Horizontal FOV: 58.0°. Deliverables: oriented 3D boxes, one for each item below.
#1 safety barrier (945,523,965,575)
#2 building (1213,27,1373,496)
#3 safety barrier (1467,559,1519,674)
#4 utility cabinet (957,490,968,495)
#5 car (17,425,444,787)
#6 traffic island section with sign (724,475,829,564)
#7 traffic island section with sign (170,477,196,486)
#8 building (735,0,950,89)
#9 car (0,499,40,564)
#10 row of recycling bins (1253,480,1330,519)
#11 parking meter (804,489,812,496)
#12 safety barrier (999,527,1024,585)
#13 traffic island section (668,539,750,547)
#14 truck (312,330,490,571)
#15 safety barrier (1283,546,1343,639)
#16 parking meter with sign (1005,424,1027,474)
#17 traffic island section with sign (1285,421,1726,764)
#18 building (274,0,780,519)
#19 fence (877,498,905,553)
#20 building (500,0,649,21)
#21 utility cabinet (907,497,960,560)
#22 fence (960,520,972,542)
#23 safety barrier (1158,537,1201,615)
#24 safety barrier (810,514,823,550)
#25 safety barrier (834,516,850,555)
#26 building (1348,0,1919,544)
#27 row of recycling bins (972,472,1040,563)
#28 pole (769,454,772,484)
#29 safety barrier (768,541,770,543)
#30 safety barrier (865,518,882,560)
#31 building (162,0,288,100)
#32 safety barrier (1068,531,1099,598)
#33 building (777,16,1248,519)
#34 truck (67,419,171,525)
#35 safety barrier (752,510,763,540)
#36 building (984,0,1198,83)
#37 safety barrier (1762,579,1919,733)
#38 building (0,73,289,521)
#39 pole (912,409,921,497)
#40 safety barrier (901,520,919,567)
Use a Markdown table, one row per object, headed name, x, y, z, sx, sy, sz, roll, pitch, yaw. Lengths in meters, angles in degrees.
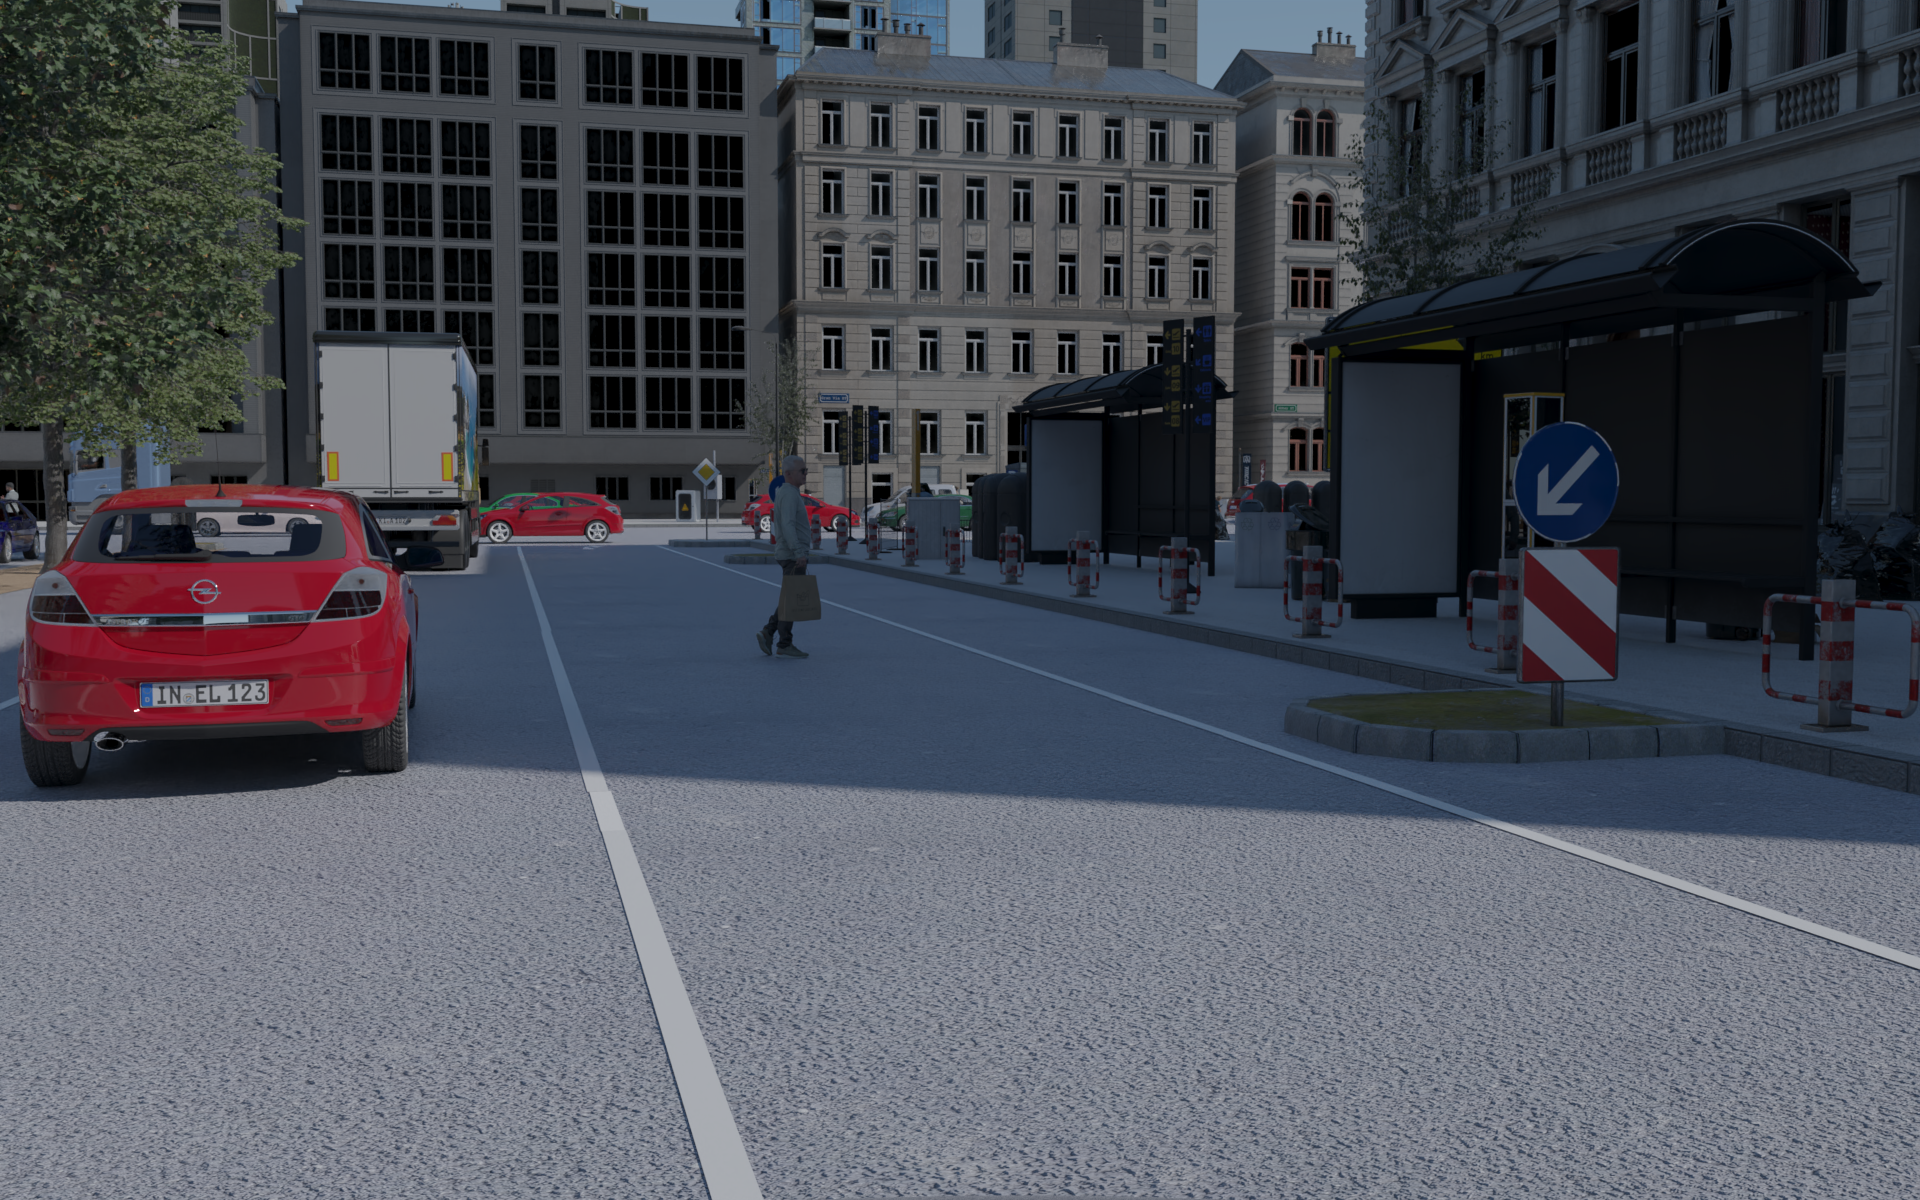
| name | x | y | z | sx | sy | sz | roll | pitch | yaw |
| --- | --- | --- | --- | --- | --- | --- | --- | --- | --- |
| safety barrier | -0.081 | -0.816 | 27.612 | 0.300 | 0.817 | 1.120 | -1 | 4 | -15 |
| building | 26.317 | -19.328 | 103.408 | 23.554 | 28.519 | 14.401 | -1 | 4 | -15 |
| safety barrier | 3.950 | 0.113 | 12.428 | 0.300 | 0.817 | 1.120 | -1 | 4 | -15 |
| utility cabinet | 0.062 | -4.713 | 85.736 | 0.318 | 1.500 | 1.173 | 1 | 4 | 20 |
| car | -4.136 | -0.067 | 10.129 | 2.155 | 1.783 | 4.494 | -1 | 4 | -17 |
| traffic island section with sign | -3.900 | -1.690 | 36.258 | 1.989 | 1.847 | 2.006 | -1 | 4 | -15 |
| traffic island section with sign | -20.171 | -2.239 | 44.747 | 2.006 | 1.907 | 1.989 | -1 | 4 | -15 |
| building | -13.144 | -52.250 | 166.951 | 22.319 | 86.520 | 31.000 | -1 | 4 | -15 |
| car | -20.787 | -1.472 | 36.652 | 1.945 | 1.354 | 3.894 | -1 | 4 | -16 |
| row of recycling bins | 10.619 | -2.773 | 52.455 | 3.534 | 1.692 | 1.069 | -1 | 4 | -10 |
| parking meter | -7.711 | -4.856 | 87.812 | 0.372 | 1.533 | 0.369 | 0 | 3 | 0 |
| safety barrier | 0.730 | -0.630 | 24.574 | 0.300 | 0.817 | 1.120 | -1 | 4 | -15 |
| traffic island section | -6.992 | -1.572 | 47.980 | 2.009 | 0.180 | 2.903 | -1 | 4 | -15 |
| truck | -11.191 | -2.843 | 35.401 | 2.839 | 4.237 | 11.283 | -1 | 4 | -14 |
| safety barrier | 3.146 | -0.073 | 15.461 | 0.300 | 0.817 | 1.120 | -1 | 4 | -15 |
| parking meter with sign | 1.424 | -2.829 | 42.517 | 0.543 | 3.016 | 1.738 | 2 | 4 | 32 |
| traffic island section with sign | 3.021 | -0.096 | 10.203 | 1.989 | 1.847 | 2.006 | -1 | 4 | -15 |
| building | -22.207 | -18.190 | 90.911 | 24.014 | 27.812 | 14.314 | -1 | 4 | -15 |
| fence | -1.574 | -1.674 | 38.574 | 0.480 | 1.192 | 2.264 | 0 | 4 | 8 |
| building | -54.987 | -49.613 | 249.416 | 20.611 | 71.187 | 20.563 | -1 | 4 | -15 |
| utility cabinet | -0.521 | -1.396 | 33.983 | 1.020 | 1.237 | 0.306 | -1 | 4 | -9 |
| fence | -0.322 | -1.537 | 40.508 | 2.069 | 0.683 | 0.278 | 2 | 4 | 23 |
| safety barrier | 2.339 | -0.258 | 18.499 | 0.300 | 0.817 | 1.120 | -1 | 4 | -15 |
| safety barrier | -3.306 | -1.559 | 39.767 | 0.300 | 0.817 | 1.120 | -1 | 4 | -15 |
| safety barrier | -2.501 | -1.374 | 36.733 | 0.300 | 0.817 | 1.120 | -1 | 4 | -15 |
| building | 16.375 | -12.429 | 32.093 | 11.050 | 23.489 | 19.941 | -1 | 4 | -15 |
| row of recycling bins | 0.877 | -1.649 | 34.074 | 1.069 | 1.692 | 3.534 | -1 | 4 | -10 |
| pole | -9.536 | -5.720 | 87.364 | 0.158 | 3.312 | 0.155 | 0 | 3 | 0 |
| safety barrier | -4.918 | -1.932 | 45.864 | 0.300 | 0.817 | 1.120 | -1 | 4 | -15 |
| safety barrier | -1.691 | -1.188 | 33.695 | 0.300 | 0.817 | 1.120 | -1 | 4 | -15 |
| building | -103.262 | -48.843 | 236.833 | 20.611 | 71.187 | 20.563 | -1 | 4 | -15 |
| safety barrier | 1.533 | -0.444 | 21.543 | 0.300 | 0.817 | 1.120 | -1 | 4 | -15 |
| building | 1.890 | -18.326 | 96.899 | 25.104 | 27.353 | 12.463 | -1 | 4 | -15 |
| truck | -22.983 | -4.511 | 63.519 | 18.799 | 4.110 | 2.967 | -1 | 4 | -15 |
| safety barrier | -5.719 | -2.118 | 48.896 | 0.300 | 0.817 | 1.120 | -1 | 4 | -15 |
| building | 13.057 | -46.228 | 194.072 | 20.611 | 71.187 | 20.563 | -1 | 4 | -15 |
| safety barrier | 4.757 | 0.298 | 9.398 | 0.300 | 0.817 | 1.120 | -1 | 4 | -15 |
| building | -48.290 | -16.198 | 83.904 | 30.058 | 24.678 | 14.314 | -1 | 4 | -15 |
| pole | -1.053 | -2.913 | 41.479 | 0.158 | 3.312 | 0.155 | 0 | 3 | 0 |
| safety barrier | -0.886 | -1.002 | 30.658 | 0.300 | 0.817 | 1.120 | -1 | 4 | -15 |
